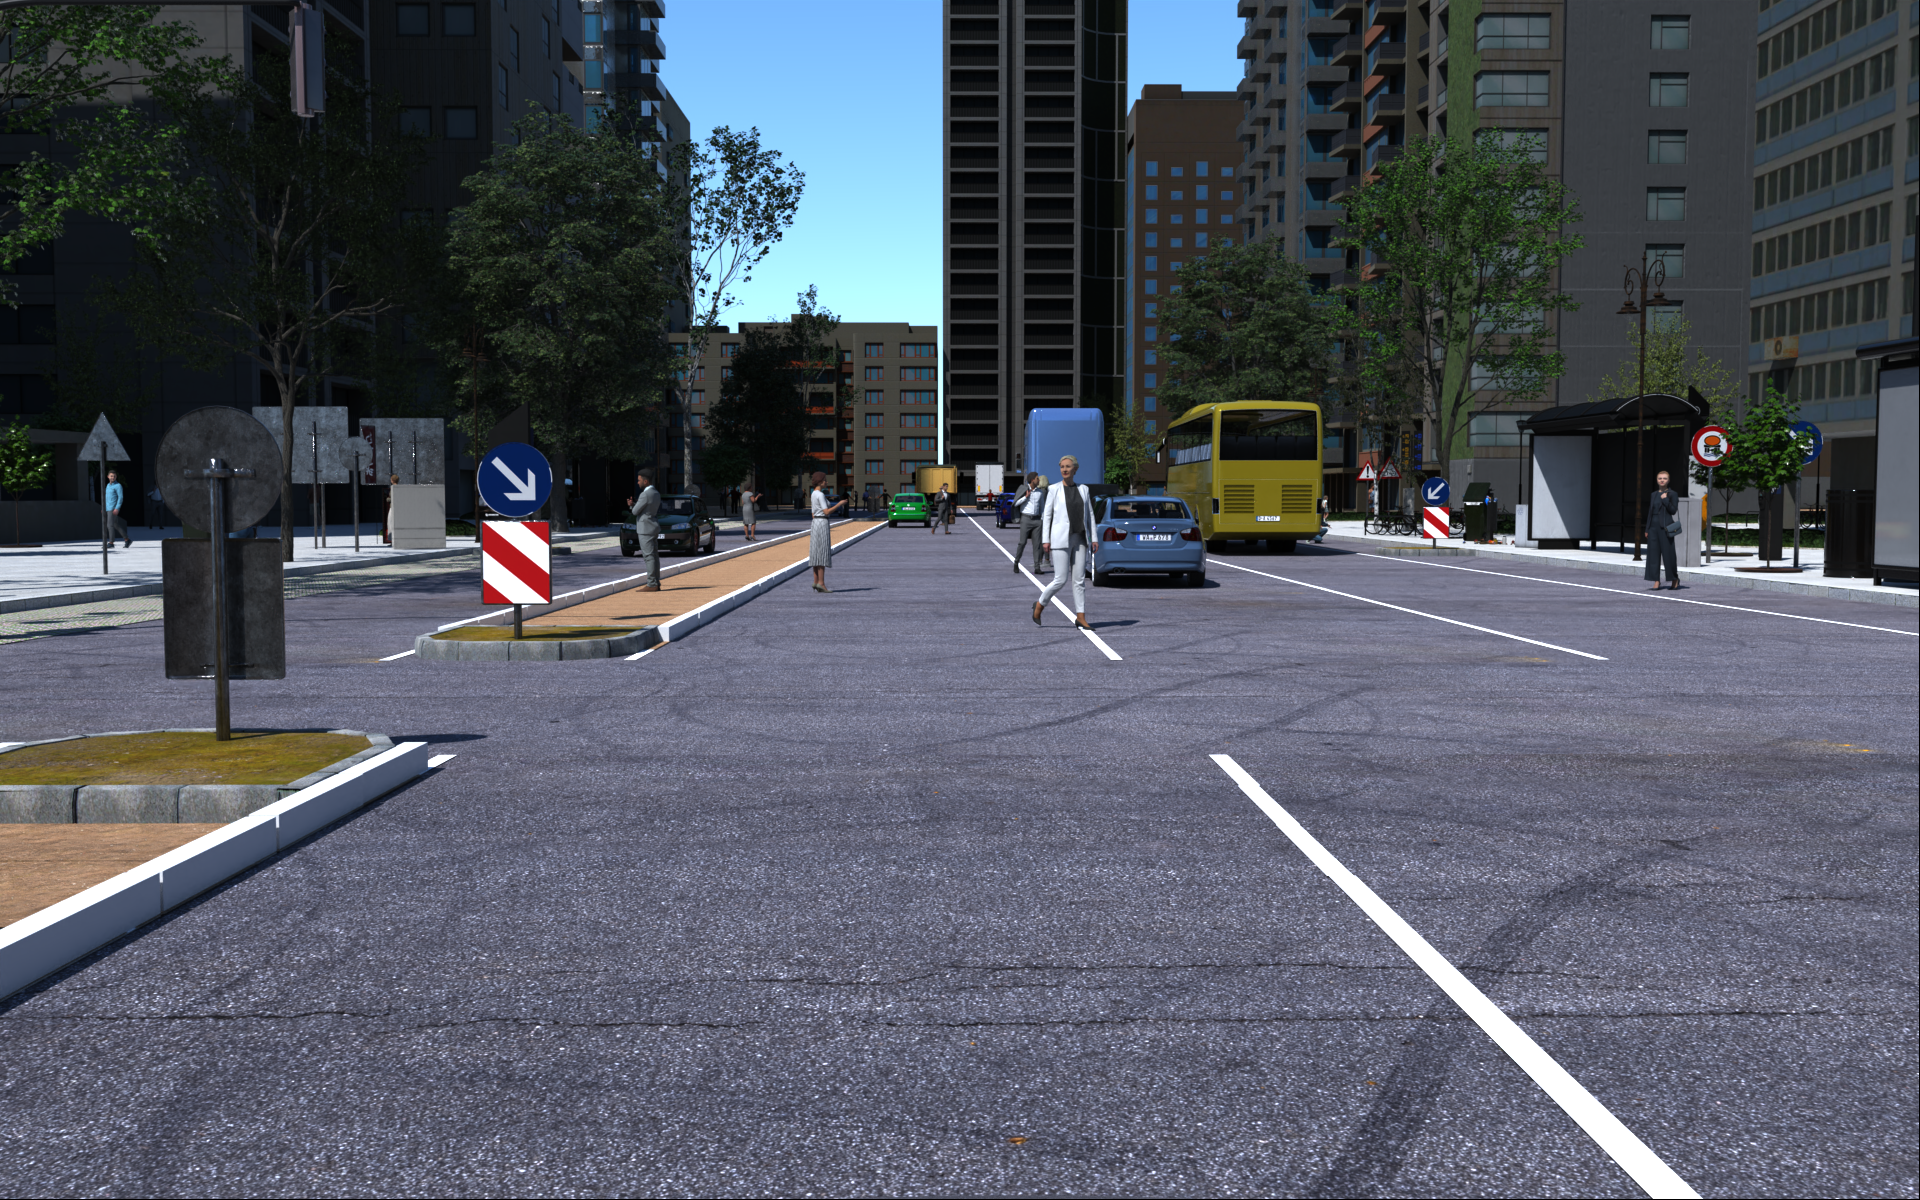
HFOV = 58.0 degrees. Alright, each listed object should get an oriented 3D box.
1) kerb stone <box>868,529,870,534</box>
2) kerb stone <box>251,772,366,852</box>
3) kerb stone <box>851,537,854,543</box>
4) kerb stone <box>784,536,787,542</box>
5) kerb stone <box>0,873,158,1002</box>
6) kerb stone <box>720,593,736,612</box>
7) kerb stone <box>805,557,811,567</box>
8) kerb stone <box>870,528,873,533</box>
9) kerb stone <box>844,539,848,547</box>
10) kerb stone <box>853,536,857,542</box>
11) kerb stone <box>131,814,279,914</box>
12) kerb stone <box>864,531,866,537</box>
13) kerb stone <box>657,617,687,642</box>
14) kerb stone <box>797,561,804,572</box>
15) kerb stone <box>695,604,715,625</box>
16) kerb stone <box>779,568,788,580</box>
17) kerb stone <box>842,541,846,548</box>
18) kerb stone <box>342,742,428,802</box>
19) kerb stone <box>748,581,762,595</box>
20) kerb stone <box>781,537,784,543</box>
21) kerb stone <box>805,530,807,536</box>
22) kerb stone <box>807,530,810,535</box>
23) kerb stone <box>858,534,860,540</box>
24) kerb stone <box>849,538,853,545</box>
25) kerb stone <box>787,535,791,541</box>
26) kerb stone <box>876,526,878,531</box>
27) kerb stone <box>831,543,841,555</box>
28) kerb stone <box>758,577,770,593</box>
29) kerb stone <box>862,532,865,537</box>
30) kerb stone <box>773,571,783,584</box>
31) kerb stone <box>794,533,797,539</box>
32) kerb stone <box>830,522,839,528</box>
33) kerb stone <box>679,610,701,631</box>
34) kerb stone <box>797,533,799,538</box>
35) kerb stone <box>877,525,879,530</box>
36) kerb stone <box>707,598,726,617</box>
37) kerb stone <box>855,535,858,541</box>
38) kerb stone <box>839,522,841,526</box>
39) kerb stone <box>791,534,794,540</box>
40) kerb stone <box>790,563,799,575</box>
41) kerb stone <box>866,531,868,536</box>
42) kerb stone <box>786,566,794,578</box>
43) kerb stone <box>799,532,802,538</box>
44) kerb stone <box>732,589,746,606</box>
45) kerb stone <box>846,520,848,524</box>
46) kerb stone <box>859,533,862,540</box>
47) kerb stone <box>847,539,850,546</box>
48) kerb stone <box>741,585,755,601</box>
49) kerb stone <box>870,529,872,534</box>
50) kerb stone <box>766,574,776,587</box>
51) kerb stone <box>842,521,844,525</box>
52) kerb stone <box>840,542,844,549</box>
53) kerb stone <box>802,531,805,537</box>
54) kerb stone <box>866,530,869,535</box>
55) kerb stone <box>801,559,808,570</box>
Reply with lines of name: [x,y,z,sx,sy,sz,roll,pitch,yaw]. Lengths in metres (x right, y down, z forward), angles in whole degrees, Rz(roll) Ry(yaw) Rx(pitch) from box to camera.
kerb stone: [-3.235,-2.263,59.290,0.120,0.150,1.000,0,4,0]
kerb stone: [-2.789,0.903,7.432,0.120,0.150,1.000,0,4,0]
kerb stone: [-3.148,-1.641,49.025,0.120,0.150,1.000,0,4,0]
kerb stone: [-5.266,-1.764,51.035,0.120,0.150,1.000,0,4,0]
kerb stone: [-2.768,1.029,5.374,0.120,0.150,1.000,0,4,0]
kerb stone: [-2.910,0.053,21.329,0.120,0.150,1.000,0,4,0]
kerb stone: [-3.020,-0.692,33.630,0.120,0.150,1.000,0,4,0]
kerb stone: [-3.256,-2.392,61.339,0.120,0.150,1.000,0,4,0]
kerb stone: [-3.117,-1.453,45.952,0.120,0.150,1.000,0,4,0]
kerb stone: [-3.150,-1.703,50.056,0.120,0.150,1.000,0,4,0]
kerb stone: [-2.779,0.968,6.400,0.120,0.150,1.000,0,4,0]
kerb stone: [-3.217,-2.080,56.209,0.120,0.150,1.000,0,4,0]
kerb stone: [-2.873,0.305,17.216,0.120,0.150,1.000,0,4,0]
kerb stone: [-2.997,-0.574,31.586,0.120,0.150,1.000,0,4,0]
kerb stone: [-2.886,0.178,19.279,0.120,0.150,1.000,0,4,0]
kerb stone: [-2.974,-0.386,28.512,0.120,0.150,1.000,0,4,0]
kerb stone: [-3.107,-1.387,44.922,0.120,0.150,1.000,0,4,0]
kerb stone: [-2.807,0.840,8.458,0.120,0.150,1.000,0,4,0]
kerb stone: [-2.940,-0.135,24.403,0.120,0.150,1.000,0,4,0]
kerb stone: [-5.252,-1.701,50.013,0.120,0.150,1.000,0,4,0]
kerb stone: [-5.327,-2.199,58.232,0.120,0.150,1.000,0,4,0]
kerb stone: [-5.334,-2.266,59.257,0.120,0.150,1.000,0,4,0]
kerb stone: [-3.172,-1.827,52.106,0.120,0.150,1.000,0,4,0]
kerb stone: [-3.133,-1.578,48.003,0.120,0.150,1.000,0,4,0]
kerb stone: [-5.269,-1.827,52.061,0.120,0.150,1.000,0,4,0]
kerb stone: [-3.290,-2.640,65.444,0.120,0.150,1.000,0,4,0]
kerb stone: [-3.092,-1.264,42.865,0.120,0.150,1.000,0,4,0]
kerb stone: [-2.935,-0.195,25.430,0.120,0.150,1.000,0,4,0]
kerb stone: [-3.194,-2.016,55.178,0.120,0.150,1.000,0,4,0]
kerb stone: [-2.962,-0.322,27.490,0.120,0.150,1.000,0,4,0]
kerb stone: [-5.283,-1.950,54.120,0.120,0.150,1.000,0,4,0]
kerb stone: [-5.470,-3.270,75.662,0.120,0.150,1.000,0,4,0]
kerb stone: [-2.885,0.242,18.238,0.120,0.150,1.000,0,4,0]
kerb stone: [-5.298,-2.015,55.147,0.120,0.150,1.000,0,4,0]
kerb stone: [-3.293,-2.704,66.471,0.120,0.150,1.000,0,4,0]
kerb stone: [-2.902,0.116,20.306,0.120,0.150,1.000,0,4,0]
kerb stone: [-3.168,-1.767,51.084,0.120,0.150,1.000,0,4,0]
kerb stone: [-5.484,-3.333,76.684,0.120,0.150,1.000,0,4,0]
kerb stone: [-5.285,-1.890,53.094,0.120,0.150,1.000,0,4,0]
kerb stone: [-2.987,-0.511,30.558,0.120,0.150,1.000,0,4,0]
kerb stone: [-3.218,-2.143,57.241,0.120,0.150,1.000,0,4,0]
kerb stone: [-2.977,-0.449,29.534,0.120,0.150,1.000,0,4,0]
kerb stone: [-5.306,-2.074,56.181,0.120,0.150,1.000,0,4,0]
kerb stone: [-2.914,-0.010,22.358,0.120,0.150,1.000,0,4,0]
kerb stone: [-5.518,-3.640,81.809,0.120,0.150,1.000,0,4,0]
kerb stone: [-3.179,-1.892,53.133,0.120,0.150,1.000,0,4,0]
kerb stone: [-3.127,-1.515,46.975,0.120,0.150,1.000,0,4,0]
kerb stone: [-2.924,-0.068,23.381,0.120,0.150,1.000,0,4,0]
kerb stone: [-3.237,-2.330,60.312,0.120,0.150,1.000,0,4,0]
kerb stone: [-2.962,-0.261,26.459,0.120,0.150,1.000,0,4,0]
kerb stone: [-5.498,-3.458,78.738,0.120,0.150,1.000,0,4,0]
kerb stone: [-3.104,-1.327,43.891,0.120,0.150,1.000,0,4,0]
kerb stone: [-5.321,-2.139,57.209,0.120,0.150,1.000,0,4,0]
kerb stone: [-3.226,-2.205,58.263,0.120,0.150,1.000,0,4,0]
kerb stone: [-3.005,-0.637,32.608,0.120,0.150,1.000,0,4,0]
